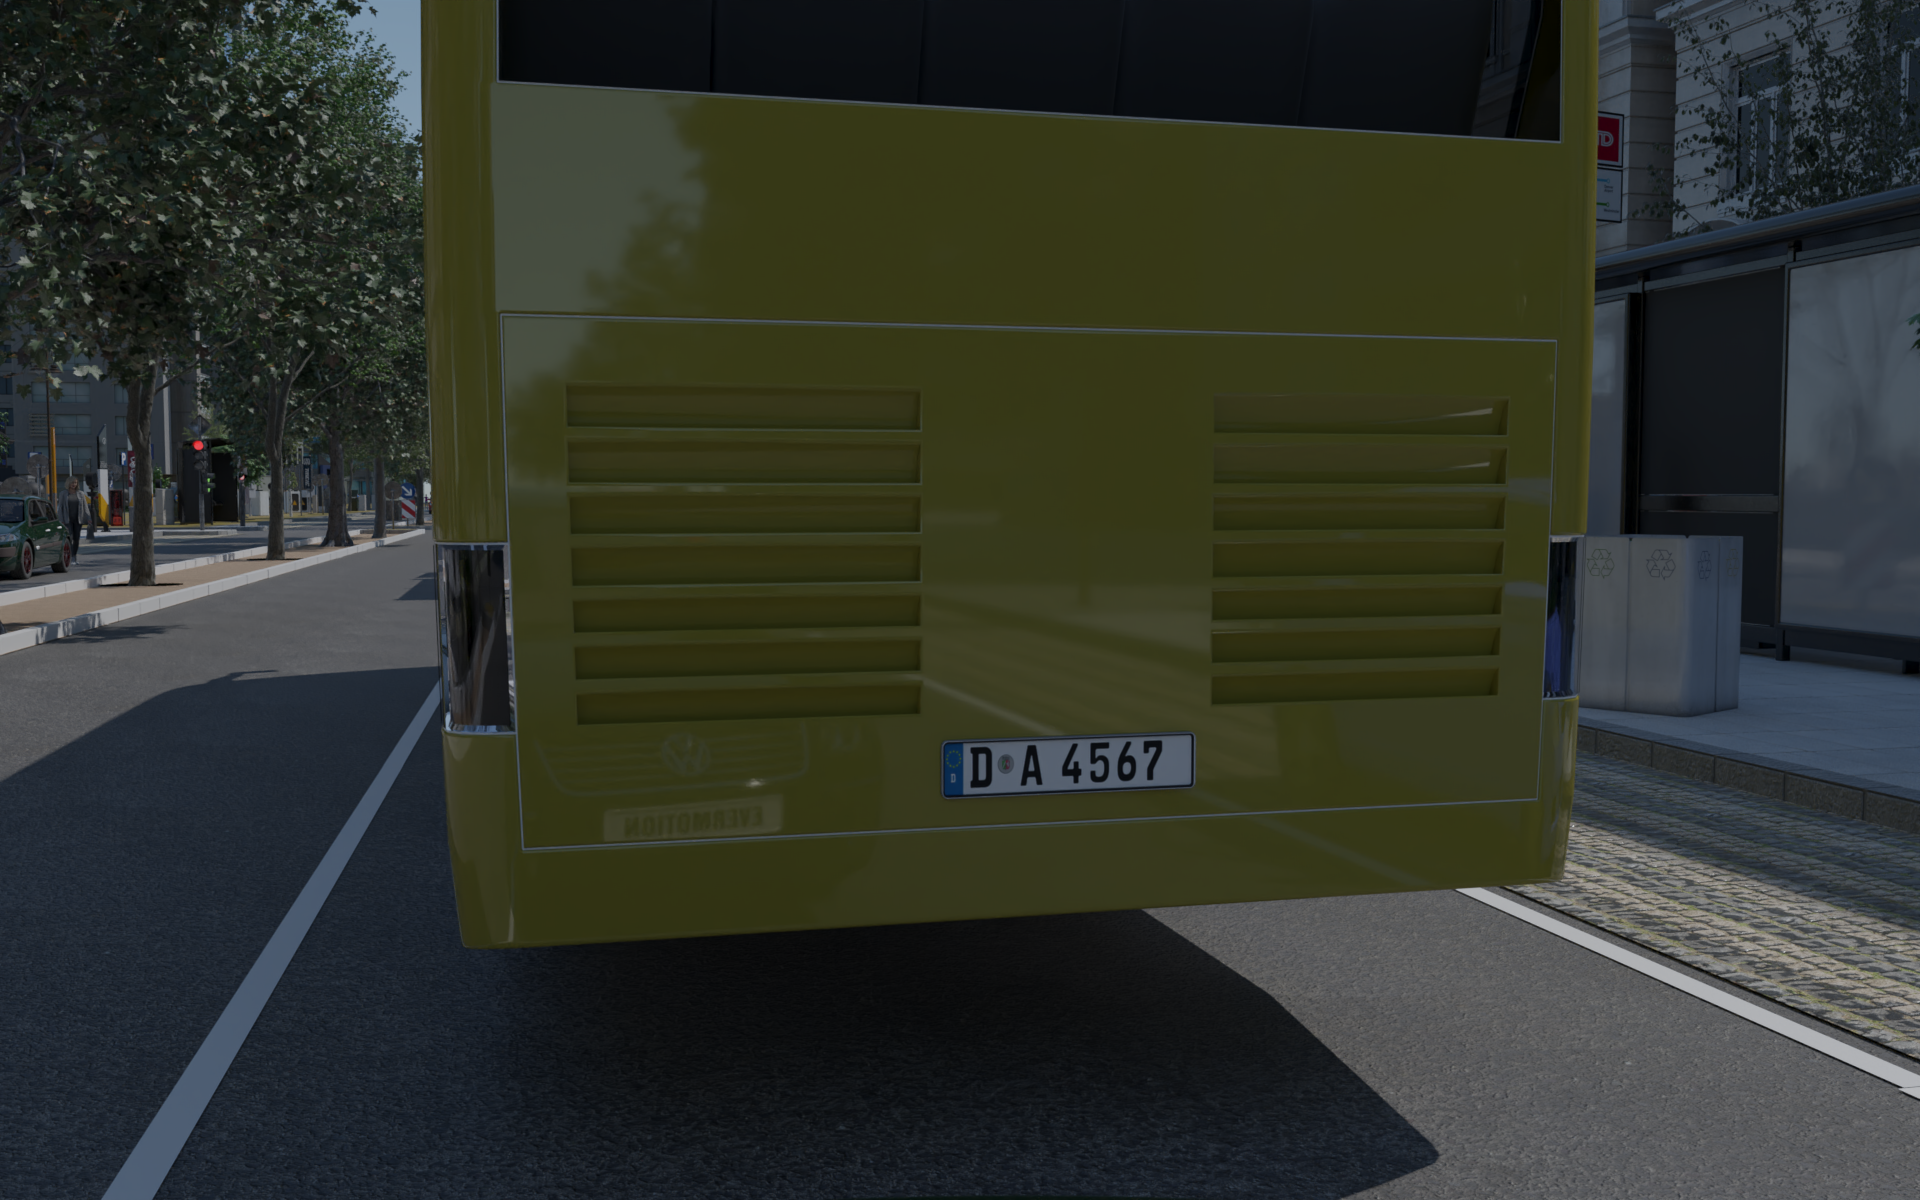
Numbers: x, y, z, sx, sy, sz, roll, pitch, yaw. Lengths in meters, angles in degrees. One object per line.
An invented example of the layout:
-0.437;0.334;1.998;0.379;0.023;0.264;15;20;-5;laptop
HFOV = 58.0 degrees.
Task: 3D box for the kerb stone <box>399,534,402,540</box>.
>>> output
-17.240;-1.880;52.925;0.120;0.150;1.000;-1;4;-13;kerb stone

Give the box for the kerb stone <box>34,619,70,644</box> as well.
-8.945;0.321;16.950;0.120;0.150;1.000;-1;4;-13;kerb stone

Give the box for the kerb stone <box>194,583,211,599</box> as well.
-10.556;-0.107;23.942;0.120;0.150;1.000;-1;4;-13;kerb stone

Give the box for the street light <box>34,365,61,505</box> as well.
-26.178;-4.709;49.773;0.468;5.910;1.993;-1;4;-13;street light

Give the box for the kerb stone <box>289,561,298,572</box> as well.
-12.400;-0.596;31.932;0.120;0.150;1.000;-1;4;-13;kerb stone

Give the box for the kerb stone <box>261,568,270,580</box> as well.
-11.713;-0.412;28.941;0.120;0.150;1.000;-1;4;-13;kerb stone

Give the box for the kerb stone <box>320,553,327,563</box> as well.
-13.316;-0.840;35.925;0.120;0.150;1.000;-1;4;-13;kerb stone

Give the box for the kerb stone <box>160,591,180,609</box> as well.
-10.092;0.015;21.952;0.120;0.150;1.000;-1;4;-13;kerb stone

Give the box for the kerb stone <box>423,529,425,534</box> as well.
-19.318;-2.427;61.910;0.120;0.150;1.000;-1;4;-13;kerb stone

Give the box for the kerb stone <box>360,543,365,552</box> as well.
-14.932;-1.268;42.928;0.120;0.150;1.000;-1;4;-13;kerb stone

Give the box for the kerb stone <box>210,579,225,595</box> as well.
-10.779;-0.168;24.940;0.120;0.150;1.000;-1;4;-13;kerb stone

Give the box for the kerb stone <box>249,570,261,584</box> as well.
-11.473;-0.351;27.942;0.120;0.150;1.000;-1;4;-13;kerb stone

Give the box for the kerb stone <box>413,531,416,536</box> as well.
-18.393;-2.185;57.920;0.120;0.150;1.000;-1;4;-13;kerb stone

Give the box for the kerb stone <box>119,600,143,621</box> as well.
-9.626;0.138;19.944;0.120;0.150;1.000;-1;4;-13;kerb stone

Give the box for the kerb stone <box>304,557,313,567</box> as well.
-12.858;-0.718;33.928;0.120;0.150;1.000;-1;4;-13;kerb stone

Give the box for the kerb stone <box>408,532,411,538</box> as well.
-17.931;-2.061;55.927;0.120;0.150;1.000;-1;4;-13;kerb stone

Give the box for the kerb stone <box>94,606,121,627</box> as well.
-9.401;0.199;18.947;0.120;0.150;1.000;-1;4;-13;kerb stone

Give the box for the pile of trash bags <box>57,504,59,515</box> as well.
-39.454;-3.930;74.006;3.447;1.369;1.912;-2;4;-25;pile of trash bags

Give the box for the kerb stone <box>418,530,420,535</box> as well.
-18.859;-2.305;59.912;0.120;0.150;1.000;-1;4;-13;kerb stone

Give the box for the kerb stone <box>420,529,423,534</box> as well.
-19.090;-2.368;60.913;0.120;0.150;1.000;-1;4;-13;kerb stone

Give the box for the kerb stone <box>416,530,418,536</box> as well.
-18.628;-2.242;58.915;0.120;0.150;1.000;-1;4;-13;kerb stone

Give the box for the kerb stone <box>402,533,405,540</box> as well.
-17.477;-1.936;53.932;0.120;0.150;1.000;-1;4;-13;kerb stone

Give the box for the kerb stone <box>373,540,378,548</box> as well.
-15.630;-1.448;45.935;0.120;0.150;1.000;-1;4;-13;kerb stone

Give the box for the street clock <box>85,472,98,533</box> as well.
-28.834;-3.240;57.552;0.358;2.002;0.471;0;4;-5;street clock

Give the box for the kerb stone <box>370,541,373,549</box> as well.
-15.402;-1.391;44.936;0.120;0.150;1.000;-1;4;-13;kerb stone

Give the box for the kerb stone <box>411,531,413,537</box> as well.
-18.164;-2.124;56.923;0.120;0.150;1.000;-1;4;-13;kerb stone

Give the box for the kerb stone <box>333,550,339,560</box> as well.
-13.776;-0.959;37.918;0.120;0.150;1.000;-1;4;-13;kerb stone

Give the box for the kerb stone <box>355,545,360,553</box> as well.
-14.709;-1.205;41.923;0.120;0.150;1.000;-1;4;-13;kerb stone

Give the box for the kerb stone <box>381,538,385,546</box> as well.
-16.088;-1.570;47.933;0.120;0.150;1.000;-1;4;-13;kerb stone

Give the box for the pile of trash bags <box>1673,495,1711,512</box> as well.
10.479;-0.997;26.047;1.912;1.369;3.447;0;4;3;pile of trash bags

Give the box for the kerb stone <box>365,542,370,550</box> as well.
-15.159;-1.329;43.928;0.120;0.150;1.000;-1;4;-13;kerb stone

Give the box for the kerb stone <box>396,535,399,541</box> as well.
-17.010;-1.813;51.928;0.120;0.150;1.000;-1;4;-13;kerb stone

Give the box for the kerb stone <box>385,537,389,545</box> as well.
-16.315;-1.635;48.929;0.120;0.150;1.000;-1;4;-13;kerb stone

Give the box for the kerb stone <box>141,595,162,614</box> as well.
-9.857;0.077;20.941;0.120;0.150;1.000;-1;4;-13;kerb stone

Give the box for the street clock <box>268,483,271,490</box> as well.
-42.988;-6.343;108.284;0.358;2.002;0.471;3;5;42;street clock

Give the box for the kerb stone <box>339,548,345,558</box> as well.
-14.007;-1.023;38.926;0.120;0.150;1.000;-1;4;-13;kerb stone

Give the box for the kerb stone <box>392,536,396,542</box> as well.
-16.784;-1.757;50.927;0.120;0.150;1.000;-1;4;-13;kerb stone

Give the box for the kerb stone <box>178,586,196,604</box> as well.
-10.324;-0.046;22.947;0.120;0.150;1.000;-1;4;-13;kerb stone

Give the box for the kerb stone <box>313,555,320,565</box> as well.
-13.090;-0.779;34.928;0.120;0.150;1.000;-1;4;-13;kerb stone

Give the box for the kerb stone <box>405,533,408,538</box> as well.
-17.703;-2.002;54.931;0.120;0.150;1.000;-1;4;-13;kerb stone

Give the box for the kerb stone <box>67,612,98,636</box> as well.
-9.164;0.259;17.953;0.120;0.150;1.000;-1;4;-13;kerb stone

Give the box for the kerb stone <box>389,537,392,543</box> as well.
-16.550;-1.696;49.932;0.120;0.150;1.000;-1;4;-13;kerb stone

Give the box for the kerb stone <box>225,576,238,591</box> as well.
-11.010;-0.228;25.936;0.120;0.150;1.000;-1;4;-13;kerb stone

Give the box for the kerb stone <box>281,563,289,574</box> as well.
-12.170;-0.535;30.936;0.120;0.150;1.000;-1;4;-13;kerb stone

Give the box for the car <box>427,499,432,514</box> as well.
-37.775;-7.182;126.468;2.155;1.783;4.494;-1;4;-13;car

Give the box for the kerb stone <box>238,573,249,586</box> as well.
-11.246;-0.286;26.942;0.120;0.150;1.000;-1;4;-13;kerb stone

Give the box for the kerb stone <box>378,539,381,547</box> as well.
-15.862;-1.513;46.933;0.120;0.150;1.000;-1;4;-13;kerb stone

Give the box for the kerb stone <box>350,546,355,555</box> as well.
-14.472;-1.145;40.922;0.120;0.150;1.000;-1;4;-13;kerb stone

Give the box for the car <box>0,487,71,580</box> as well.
-16.738;-1.235;29.979;2.009;1.686;4.222;-1;4;-14;car

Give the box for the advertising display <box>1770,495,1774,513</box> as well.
8.283;-0.720;16.994;0.974;1.923;0.123;-2;4;-32;advertising display

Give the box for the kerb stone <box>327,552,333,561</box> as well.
-13.551;-0.901;36.919;0.120;0.150;1.000;-1;4;-13;kerb stone

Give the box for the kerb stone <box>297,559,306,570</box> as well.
-12.627;-0.656;32.929;0.120;0.150;1.000;-1;4;-13;kerb stone

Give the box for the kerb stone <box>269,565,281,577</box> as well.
-11.932;-0.474;29.940;0.120;0.150;1.000;-1;4;-13;kerb stone

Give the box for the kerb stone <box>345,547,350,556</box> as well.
-14.244;-1.084;39.921;0.120;0.150;1.000;-1;4;-13;kerb stone

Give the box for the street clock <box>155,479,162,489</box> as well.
-39.295;-4.918;84.987;0.358;2.002;0.471;-1;4;-15;street clock
